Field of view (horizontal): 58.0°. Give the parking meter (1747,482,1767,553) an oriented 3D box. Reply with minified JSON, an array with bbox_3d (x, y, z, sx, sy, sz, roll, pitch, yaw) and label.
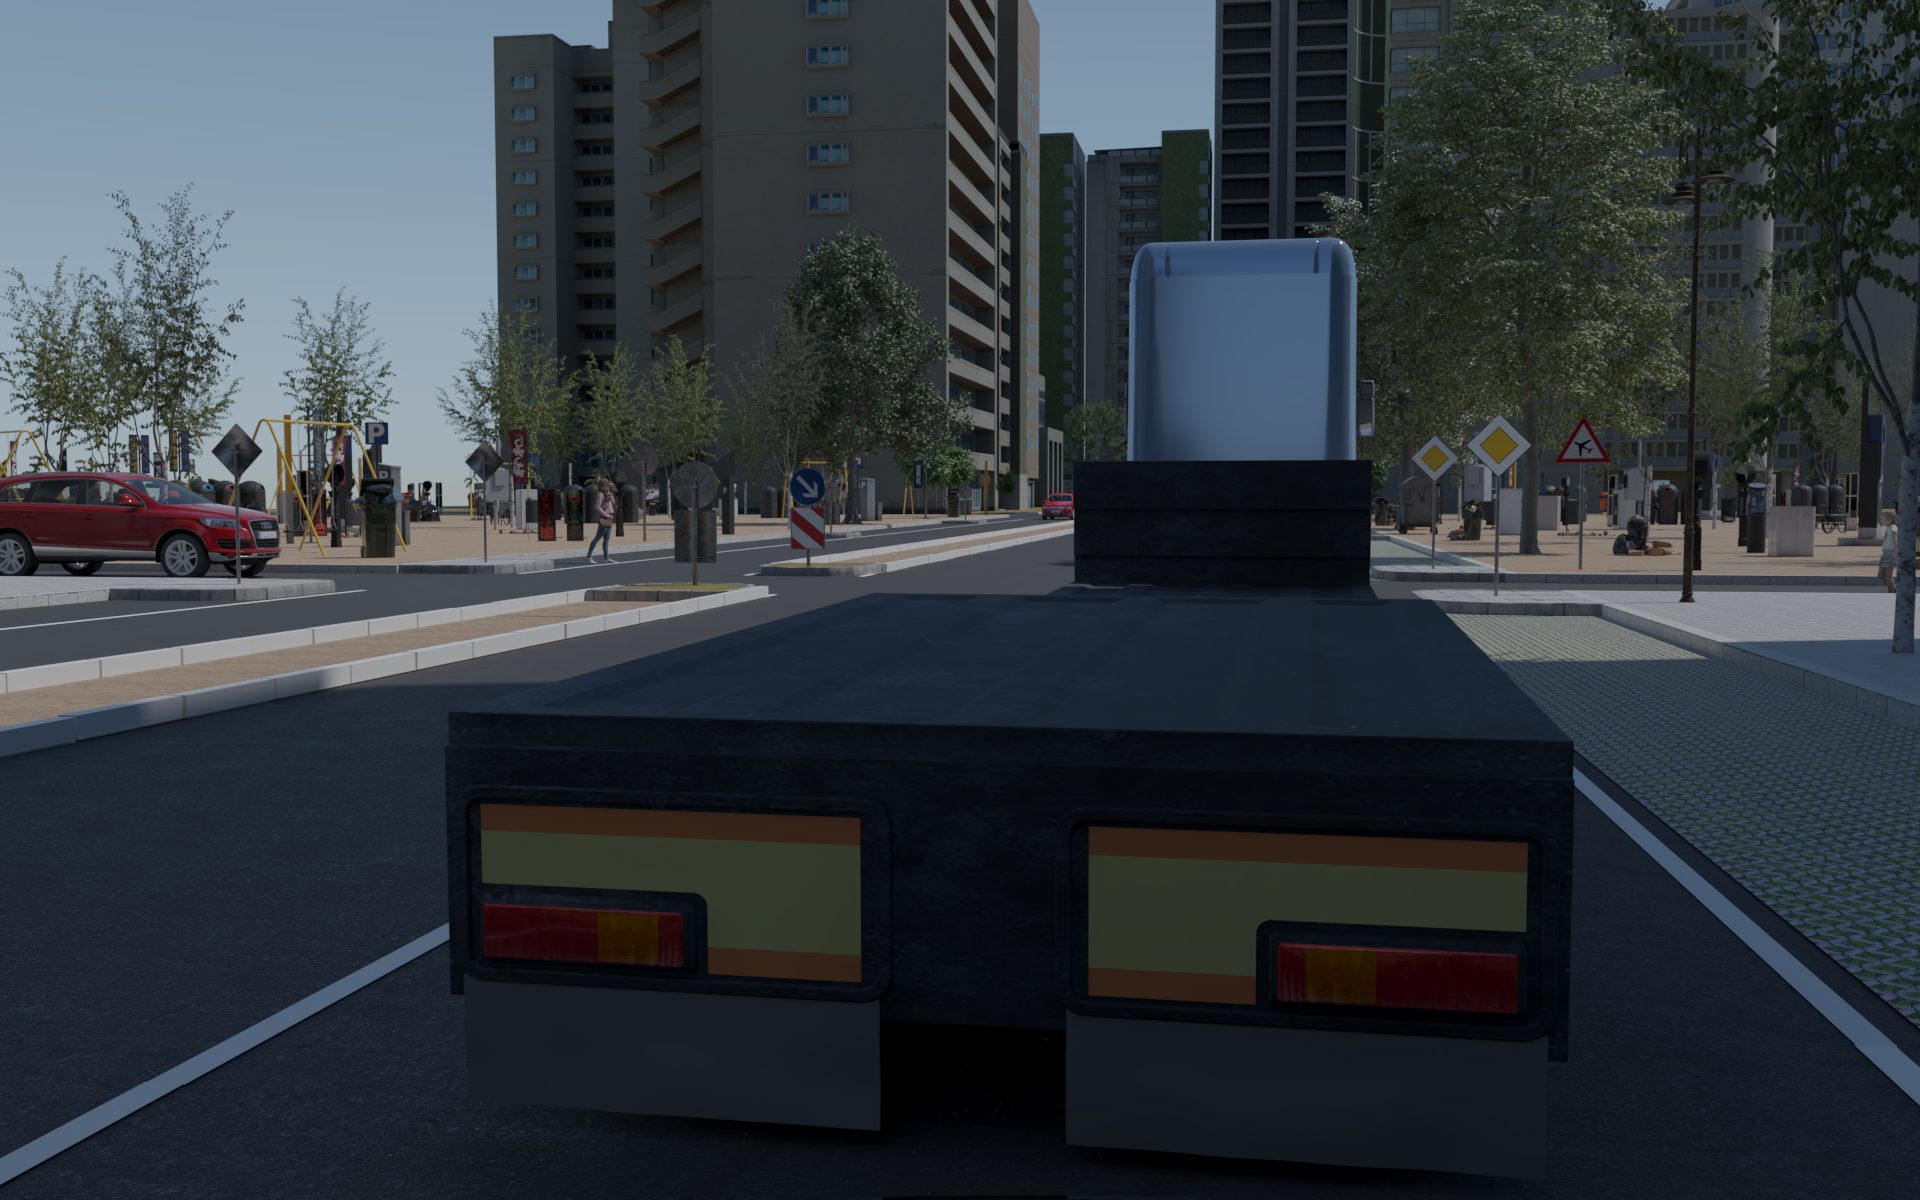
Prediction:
[{"bbox_3d":[17.356,-1.793,37.721,0.372,1.533,0.369,0,3,0],"label":"parking meter"}]

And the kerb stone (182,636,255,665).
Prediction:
[{"bbox_3d":[-6.446,0.444,14.932,0.120,0.150,1.000,1,4,10],"label":"kerb stone"}]

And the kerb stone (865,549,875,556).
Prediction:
[{"bbox_3d":[-2.172,-1.072,39.716,0.120,0.150,1.000,1,4,10],"label":"kerb stone"}]

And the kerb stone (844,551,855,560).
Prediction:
[{"bbox_3d":[-2.519,-0.941,37.694,0.120,0.150,1.000,1,4,10],"label":"kerb stone"}]

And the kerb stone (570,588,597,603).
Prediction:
[{"bbox_3d":[-5.063,-0.049,22.996,0.120,0.150,1.000,1,4,10],"label":"kerb stone"}]

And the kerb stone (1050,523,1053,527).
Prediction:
[{"bbox_3d":[3.761,-3.167,74.061,0.120,0.150,1.000,1,4,10],"label":"kerb stone"}]

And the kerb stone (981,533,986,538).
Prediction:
[{"bbox_3d":[0.621,-2.061,55.895,0.120,0.150,1.000,1,4,10],"label":"kerb stone"}]

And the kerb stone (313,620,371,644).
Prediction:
[{"bbox_3d":[-6.104,0.321,16.949,0.120,0.150,1.000,1,4,10],"label":"kerb stone"}]

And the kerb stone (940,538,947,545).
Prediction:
[{"bbox_3d":[-0.597,-1.628,48.808,0.120,0.150,1.000,1,4,10],"label":"kerb stone"}]

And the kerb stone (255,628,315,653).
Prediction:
[{"bbox_3d":[-6.285,0.386,15.942,0.120,0.150,1.000,1,4,10],"label":"kerb stone"}]

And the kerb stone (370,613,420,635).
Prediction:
[{"bbox_3d":[-5.924,0.259,17.955,0.120,0.150,1.000,1,4,10],"label":"kerb stone"}]

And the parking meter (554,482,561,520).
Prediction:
[{"bbox_3d":[-19.750,-4.850,85.012,0.255,1.863,0.399,-2,4,-27],"label":"parking meter"}]

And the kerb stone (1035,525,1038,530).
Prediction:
[{"bbox_3d":[2.887,-2.864,69.015,0.120,0.150,1.000,1,4,10],"label":"kerb stone"}]

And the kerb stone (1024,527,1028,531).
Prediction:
[{"bbox_3d":[2.371,-2.673,65.977,0.120,0.150,1.000,1,4,10],"label":"kerb stone"}]

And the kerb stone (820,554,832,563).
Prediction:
[{"bbox_3d":[-2.869,-0.824,35.672,0.120,0.150,1.000,1,4,10],"label":"kerb stone"}]

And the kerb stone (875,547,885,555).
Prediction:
[{"bbox_3d":[-1.988,-1.130,40.721,0.120,0.150,1.000,1,4,10],"label":"kerb stone"}]

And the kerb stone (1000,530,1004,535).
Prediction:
[{"bbox_3d":[1.318,-2.305,59.929,0.120,0.150,1.000,1,4,10],"label":"kerb stone"}]

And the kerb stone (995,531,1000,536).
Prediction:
[{"bbox_3d":[1.149,-2.246,58.917,0.120,0.150,1.000,1,4,10],"label":"kerb stone"}]

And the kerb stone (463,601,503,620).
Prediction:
[{"bbox_3d":[-5.576,0.143,19.969,0.120,0.150,1.000,1,4,10],"label":"kerb stone"}]

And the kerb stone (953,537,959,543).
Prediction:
[{"bbox_3d":[-0.252,-1.752,50.834,0.120,0.150,1.000,1,4,10],"label":"kerb stone"}]

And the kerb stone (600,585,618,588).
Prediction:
[{"bbox_3d":[-4.878,-0.106,24.006,0.120,0.150,1.000,1,4,10],"label":"kerb stone"}]

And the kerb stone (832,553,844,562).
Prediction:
[{"bbox_3d":[-2.688,-0.886,36.685,0.120,0.150,1.000,1,4,10],"label":"kerb stone"}]

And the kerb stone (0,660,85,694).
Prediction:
[{"bbox_3d":[-6.802,0.568,12.917,0.120,0.150,1.000,1,4,10],"label":"kerb stone"}]

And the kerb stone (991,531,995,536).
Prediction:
[{"bbox_3d":[0.965,-2.184,57.912,0.120,0.150,1.000,1,4,10],"label":"kerb stone"}]

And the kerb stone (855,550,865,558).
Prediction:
[{"bbox_3d":[-2.345,-1.010,38.701,0.120,0.150,1.000,1,4,10],"label":"kerb stone"}]

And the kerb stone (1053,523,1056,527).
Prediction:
[{"bbox_3d":[3.932,-3.234,75.073,0.120,0.150,1.000,1,4,10],"label":"kerb stone"}]

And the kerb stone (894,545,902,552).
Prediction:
[{"bbox_3d":[-1.651,-1.255,42.742,0.120,0.150,1.000,1,4,10],"label":"kerb stone"}]

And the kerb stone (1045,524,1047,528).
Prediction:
[{"bbox_3d":[3.409,-3.047,72.038,0.120,0.150,1.000,1,4,10],"label":"kerb stone"}]

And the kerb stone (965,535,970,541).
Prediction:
[{"bbox_3d":[0.095,-1.872,52.863,0.120,0.150,1.000,1,4,10],"label":"kerb stone"}]

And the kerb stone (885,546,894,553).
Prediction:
[{"bbox_3d":[-1.824,-1.194,41.731,0.120,0.150,1.000,1,4,10],"label":"kerb stone"}]

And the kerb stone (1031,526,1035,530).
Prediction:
[{"bbox_3d":[2.718,-2.797,68.007,0.120,0.150,1.000,1,4,10],"label":"kerb stone"}]

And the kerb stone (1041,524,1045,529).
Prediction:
[{"bbox_3d":[3.243,-2.987,71.028,0.120,0.150,1.000,1,4,10],"label":"kerb stone"}]

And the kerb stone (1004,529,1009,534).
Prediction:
[{"bbox_3d":[1.496,-2.369,60.936,0.120,0.150,1.000,1,4,10],"label":"kerb stone"}]

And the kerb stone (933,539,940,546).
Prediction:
[{"bbox_3d":[-0.766,-1.566,47.800,0.120,0.150,1.000,1,4,10],"label":"kerb stone"}]

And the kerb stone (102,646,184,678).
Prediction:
[{"bbox_3d":[-6.626,0.508,13.926,0.120,0.150,1.000,1,4,10],"label":"kerb stone"}]

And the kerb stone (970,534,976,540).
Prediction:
[{"bbox_3d":[0.274,-1.937,53.869,0.120,0.150,1.000,1,4,10],"label":"kerb stone"}]

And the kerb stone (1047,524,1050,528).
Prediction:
[{"bbox_3d":[3.580,-3.103,73.046,0.120,0.150,1.000,1,4,10],"label":"kerb stone"}]

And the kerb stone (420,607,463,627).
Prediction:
[{"bbox_3d":[-5.749,0.198,18.962,0.120,0.150,1.000,1,4,10],"label":"kerb stone"}]

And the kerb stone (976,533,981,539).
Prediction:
[{"bbox_3d":[0.449,-1.998,54.880,0.120,0.150,1.000,1,4,10],"label":"kerb stone"}]

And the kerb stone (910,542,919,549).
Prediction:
[{"bbox_3d":[-1.293,-1.381,44.771,0.120,0.150,1.000,1,4,10],"label":"kerb stone"}]

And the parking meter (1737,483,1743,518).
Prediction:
[{"bbox_3d":[41.898,-5.333,92.899,0.399,1.863,0.255,-2,4,-31],"label":"parking meter"}]

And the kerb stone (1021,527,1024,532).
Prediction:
[{"bbox_3d":[2.195,-2.616,64.970,0.120,0.150,1.000,1,4,10],"label":"kerb stone"}]

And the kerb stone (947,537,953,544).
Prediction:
[{"bbox_3d":[-0.420,-1.689,49.823,0.120,0.150,1.000,1,4,10],"label":"kerb stone"}]

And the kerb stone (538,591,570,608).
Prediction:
[{"bbox_3d":[-5.243,0.013,21.990,0.120,0.150,1.000,1,4,10],"label":"kerb stone"}]

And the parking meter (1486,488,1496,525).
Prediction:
[{"bbox_3d":[21.856,-3.846,71.297,0.372,1.533,0.369,0,3,0],"label":"parking meter"}]

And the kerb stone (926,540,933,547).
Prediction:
[{"bbox_3d":[-0.949,-1.504,46.789,0.120,0.150,1.000,1,4,10],"label":"kerb stone"}]

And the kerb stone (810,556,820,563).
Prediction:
[{"bbox_3d":[-3.044,-0.763,34.665,0.120,0.150,1.000,1,4,10],"label":"kerb stone"}]

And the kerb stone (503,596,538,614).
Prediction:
[{"bbox_3d":[-5.412,0.074,20.982,0.120,0.150,1.000,1,4,10],"label":"kerb stone"}]

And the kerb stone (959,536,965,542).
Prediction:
[{"bbox_3d":[-0.080,-1.813,51.842,0.120,0.150,1.000,1,4,10],"label":"kerb stone"}]

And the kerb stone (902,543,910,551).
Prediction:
[{"bbox_3d":[-1.473,-1.318,43.751,0.120,0.150,1.000,1,4,10],"label":"kerb stone"}]

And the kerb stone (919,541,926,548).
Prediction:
[{"bbox_3d":[-1.131,-1.438,45.783,0.120,0.150,1.000,1,4,10],"label":"kerb stone"}]

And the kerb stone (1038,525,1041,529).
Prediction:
[{"bbox_3d":[3.057,-2.924,70.023,0.120,0.150,1.000,1,4,10],"label":"kerb stone"}]

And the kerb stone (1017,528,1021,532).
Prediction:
[{"bbox_3d":[2.016,-2.555,63.963,0.120,0.150,1.000,1,4,10],"label":"kerb stone"}]

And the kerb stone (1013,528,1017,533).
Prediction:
[{"bbox_3d":[1.841,-2.491,62.954,0.120,0.150,1.000,1,4,10],"label":"kerb stone"}]

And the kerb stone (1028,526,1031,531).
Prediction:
[{"bbox_3d":[2.542,-2.740,66.994,0.120,0.150,1.000,1,4,10],"label":"kerb stone"}]

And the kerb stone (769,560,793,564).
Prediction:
[{"bbox_3d":[-3.394,-0.636,32.644,0.120,0.150,1.000,1,4,10],"label":"kerb stone"}]

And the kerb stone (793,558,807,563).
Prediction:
[{"bbox_3d":[-3.215,-0.701,33.653,0.120,0.150,1.000,1,4,10],"label":"kerb stone"}]

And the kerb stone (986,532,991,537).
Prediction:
[{"bbox_3d":[0.795,-2.123,56.904,0.120,0.150,1.000,1,4,10],"label":"kerb stone"}]

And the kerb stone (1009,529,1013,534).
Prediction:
[{"bbox_3d":[1.668,-2.431,61.944,0.120,0.150,1.000,1,4,10],"label":"kerb stone"}]
